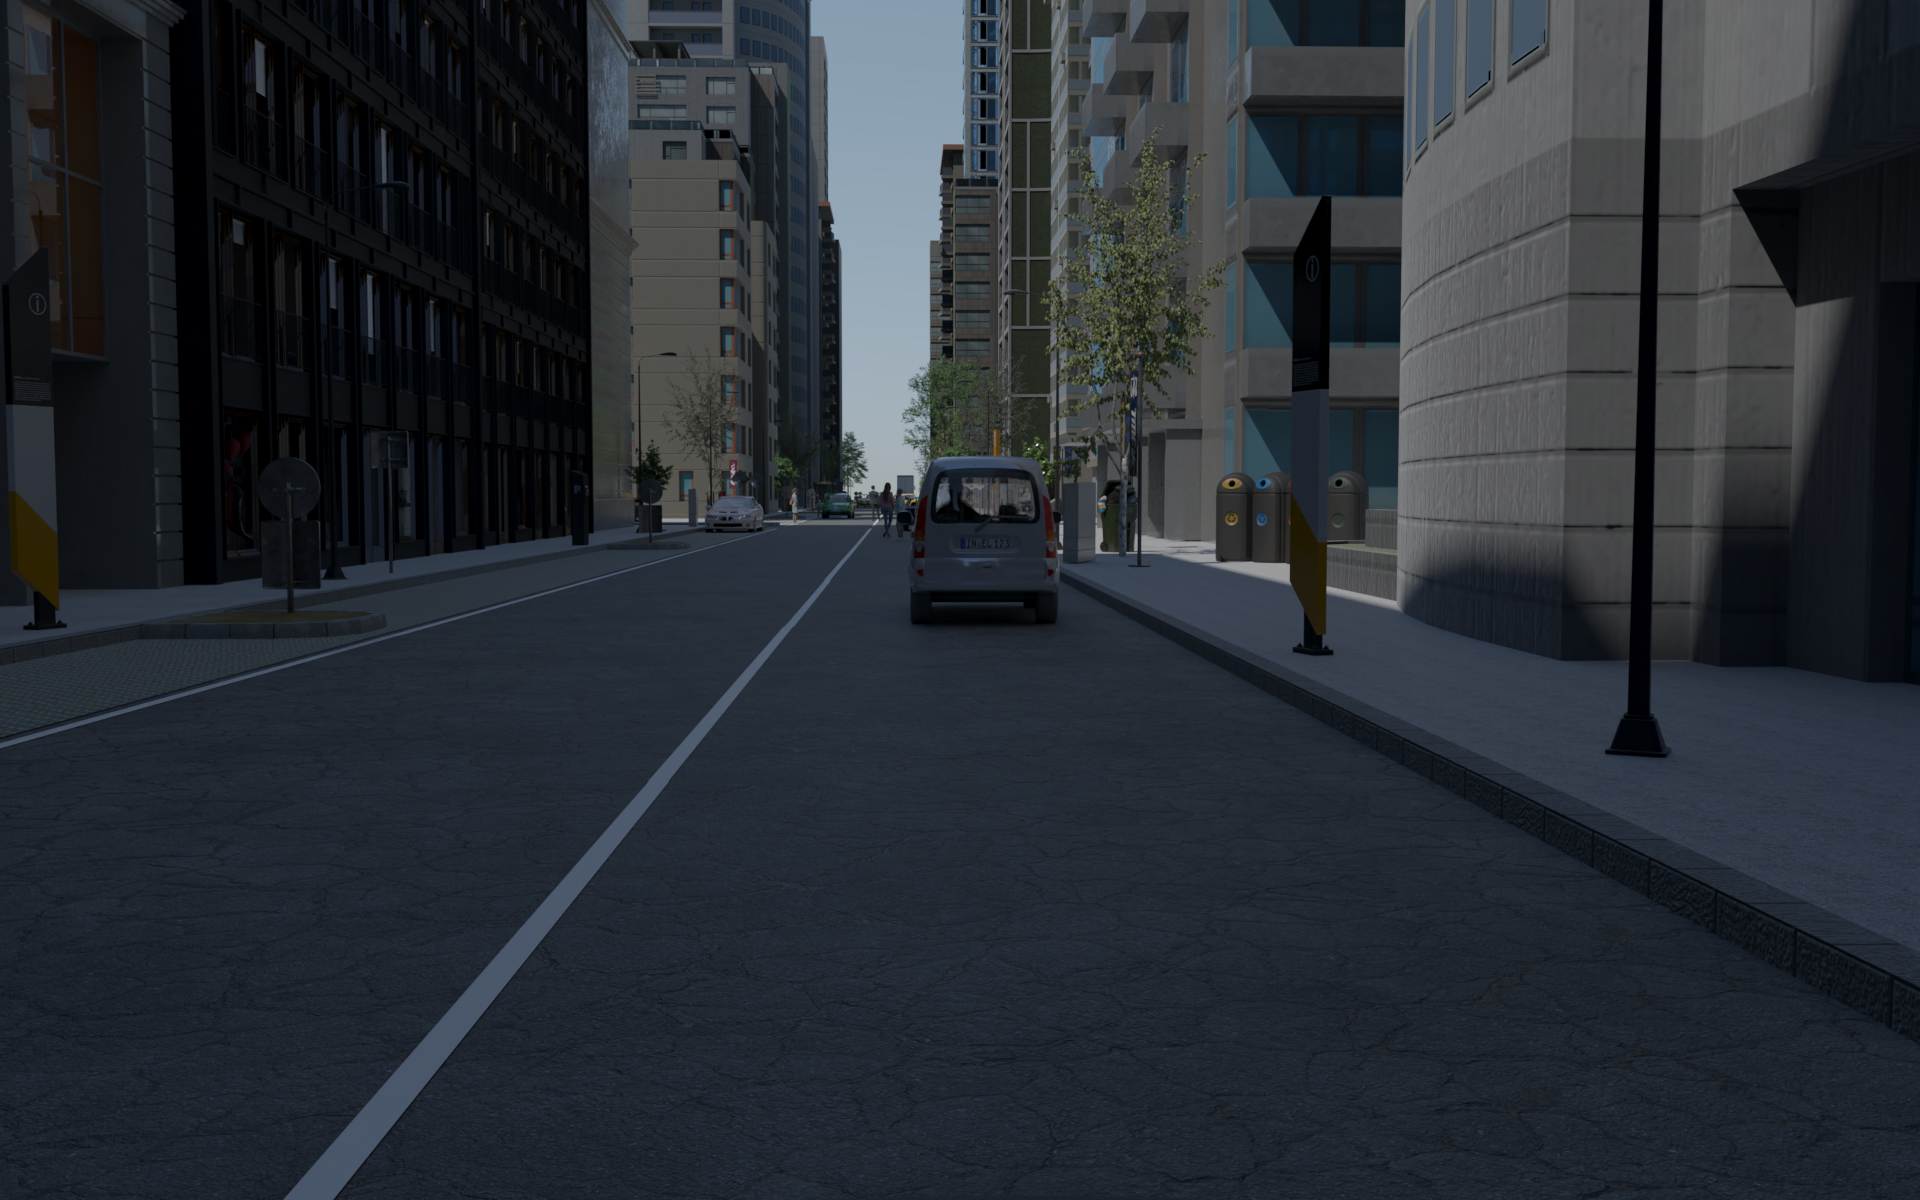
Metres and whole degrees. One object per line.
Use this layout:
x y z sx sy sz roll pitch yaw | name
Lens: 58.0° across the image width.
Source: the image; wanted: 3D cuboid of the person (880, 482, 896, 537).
-2.376 -2.995 57.470 0.555 1.821 0.388 0 4 3 | person

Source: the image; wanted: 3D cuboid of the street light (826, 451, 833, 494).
-14.408 -13.031 185.593 1.470 5.913 1.316 0 4 -2 | street light

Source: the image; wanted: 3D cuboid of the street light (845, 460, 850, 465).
-16.191 -16.202 237.440 1.470 5.913 1.316 0 4 -2 | street light

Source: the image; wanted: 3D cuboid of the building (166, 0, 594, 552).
-17.802 -13.332 47.656 12.332 23.373 15.834 0 4 -2 | building

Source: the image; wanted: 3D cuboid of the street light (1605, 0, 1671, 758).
2.823 -2.193 8.400 1.470 5.913 1.316 0 4 -2 | street light

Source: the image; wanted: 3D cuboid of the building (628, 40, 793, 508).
-22.945 -29.097 159.326 14.154 41.232 14.086 0 4 -2 | building

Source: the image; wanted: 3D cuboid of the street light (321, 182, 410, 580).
-8.869 -3.263 25.883 1.470 5.913 1.316 0 4 -2 | street light

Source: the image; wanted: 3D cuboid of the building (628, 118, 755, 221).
-23.742 -22.343 137.011 14.160 30.474 14.107 0 4 -2 | building

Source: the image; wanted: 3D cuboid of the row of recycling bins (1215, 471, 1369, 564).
6.116 -1.525 32.044 1.069 1.692 3.534 -3 4 -36 | row of recycling bins

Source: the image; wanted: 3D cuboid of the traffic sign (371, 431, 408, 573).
-9.227 -1.585 28.037 0.606 2.300 0.079 0 4 2 | traffic sign

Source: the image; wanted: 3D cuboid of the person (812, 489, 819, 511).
-11.387 -7.766 135.430 0.822 1.834 0.622 -1 4 -13 | person

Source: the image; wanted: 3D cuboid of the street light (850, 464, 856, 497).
-17.287 -18.069 267.971 1.470 5.913 1.316 0 4 -2 | street light

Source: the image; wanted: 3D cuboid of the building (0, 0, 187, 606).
-15.709 -14.123 8.412 11.434 29.767 29.804 0 4 -2 | building

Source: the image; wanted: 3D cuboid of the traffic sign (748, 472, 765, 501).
-9.163 -4.552 78.068 0.795 2.450 0.064 0 4 -2 | traffic sign

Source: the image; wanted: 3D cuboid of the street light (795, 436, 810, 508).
-12.686 -10.175 138.902 1.470 5.913 1.316 0 4 -2 | street light

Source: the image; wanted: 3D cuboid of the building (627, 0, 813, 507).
-26.596 -39.009 179.794 21.231 58.520 28.212 0 4 -2 | building

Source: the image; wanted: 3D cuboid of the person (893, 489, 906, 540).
-1.861 -2.654 53.711 0.330 1.601 0.589 1 4 22 | person

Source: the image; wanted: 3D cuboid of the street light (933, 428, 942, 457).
-1.219 -9.153 122.192 1.470 5.913 1.316 0 4 -2 | street light

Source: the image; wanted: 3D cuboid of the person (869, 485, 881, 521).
-4.565 -5.183 92.611 0.648 1.900 0.474 0 4 -1 | person

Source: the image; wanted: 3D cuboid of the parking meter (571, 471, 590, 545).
-9.488 -2.299 43.293 0.399 1.863 0.255 1 4 14 | parking meter

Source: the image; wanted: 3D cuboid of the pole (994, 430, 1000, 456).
1.180 -3.761 55.341 0.158 3.312 0.155 0 3 0 | pole

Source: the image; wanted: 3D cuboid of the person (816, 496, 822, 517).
-8.663 -5.771 107.112 0.590 1.304 0.306 -2 4 -27 | person

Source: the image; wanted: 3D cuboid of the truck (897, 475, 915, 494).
-8.188 -16.678 261.596 2.839 4.237 11.283 0 4 -1 | truck

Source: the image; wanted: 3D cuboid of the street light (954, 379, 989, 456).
0.609 -5.975 70.228 1.470 5.913 1.316 0 4 -2 | street light

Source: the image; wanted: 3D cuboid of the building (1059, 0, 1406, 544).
15.724 -26.543 53.590 23.786 49.044 30.456 0 4 -2 | building

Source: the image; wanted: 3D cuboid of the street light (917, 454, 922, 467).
-3.885 -13.862 199.180 1.470 5.913 1.316 0 4 -2 | street light

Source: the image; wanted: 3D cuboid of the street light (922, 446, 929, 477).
-2.716 -11.933 167.643 1.470 5.913 1.316 0 4 -2 | street light

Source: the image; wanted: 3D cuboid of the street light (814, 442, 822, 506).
-13.257 -11.120 154.347 1.470 5.913 1.316 0 4 -2 | street light

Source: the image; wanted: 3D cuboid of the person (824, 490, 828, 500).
-9.499 -7.065 124.587 0.480 1.755 0.524 0 4 6 | person

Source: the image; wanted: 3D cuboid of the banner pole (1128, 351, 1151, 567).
3.125 -2.490 30.731 0.401 3.779 0.863 -1 4 -11 | banner pole

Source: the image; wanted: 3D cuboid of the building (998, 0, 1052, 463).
11.718 -43.014 141.524 20.563 71.187 20.611 0 4 -2 | building

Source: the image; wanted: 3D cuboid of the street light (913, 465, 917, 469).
-5.649 -16.977 250.115 1.470 5.913 1.316 0 4 -2 | street light

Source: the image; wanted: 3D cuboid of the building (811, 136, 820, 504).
-24.837 -34.619 216.139 14.600 45.320 14.200 0 4 -2 | building

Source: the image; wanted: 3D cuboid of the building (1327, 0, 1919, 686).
15.031 -28.862 13.886 21.231 58.520 28.212 0 4 -2 | building

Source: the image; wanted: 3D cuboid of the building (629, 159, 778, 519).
-25.853 -15.832 103.893 27.650 21.520 28.899 0 4 -2 | building

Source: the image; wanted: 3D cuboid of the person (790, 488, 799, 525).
-7.683 -4.353 80.683 0.522 1.701 0.512 -1 4 -22 | person

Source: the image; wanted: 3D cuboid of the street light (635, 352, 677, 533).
-9.958 -5.154 56.809 1.470 5.913 1.316 0 4 -2 | street light

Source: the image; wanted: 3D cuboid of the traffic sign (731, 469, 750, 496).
-8.886 -4.064 70.088 0.795 2.450 0.064 0 4 -2 | traffic sign

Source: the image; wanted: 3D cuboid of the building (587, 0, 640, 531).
-24.858 -16.193 62.013 25.104 27.353 12.463 0 4 -2 | building

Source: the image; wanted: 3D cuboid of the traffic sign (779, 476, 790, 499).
-12.408 -7.494 122.632 0.768 2.556 0.104 0 4 6 | traffic sign

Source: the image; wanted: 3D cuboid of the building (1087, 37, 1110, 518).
14.137 -26.656 85.935 14.200 45.320 14.600 0 4 -2 | building

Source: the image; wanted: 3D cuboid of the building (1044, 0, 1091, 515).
18.526 -25.529 109.278 32.217 40.220 23.993 0 4 -2 | building

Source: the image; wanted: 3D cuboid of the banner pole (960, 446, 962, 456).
0.039 -6.126 90.174 0.401 3.779 0.863 0 4 -4 | banner pole

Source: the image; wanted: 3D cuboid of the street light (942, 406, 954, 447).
-0.050 -7.286 91.664 1.470 5.913 1.316 0 4 -2 | street light

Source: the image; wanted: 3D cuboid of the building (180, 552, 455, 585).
-16.883 -12.335 31.356 12.332 23.373 15.834 0 4 -2 | building

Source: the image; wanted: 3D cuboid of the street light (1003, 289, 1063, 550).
1.682 -4.096 39.505 1.470 5.913 1.316 0 4 -2 | street light

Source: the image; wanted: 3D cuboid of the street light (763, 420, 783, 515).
-11.739 -8.307 108.366 1.470 5.913 1.316 0 4 -2 | street light

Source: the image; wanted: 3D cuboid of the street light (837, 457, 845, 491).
-15.427 -14.901 216.177 1.470 5.913 1.316 0 4 -2 | street light

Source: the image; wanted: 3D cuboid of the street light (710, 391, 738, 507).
-10.657 -6.440 77.834 1.470 5.913 1.316 0 4 -2 | street light
